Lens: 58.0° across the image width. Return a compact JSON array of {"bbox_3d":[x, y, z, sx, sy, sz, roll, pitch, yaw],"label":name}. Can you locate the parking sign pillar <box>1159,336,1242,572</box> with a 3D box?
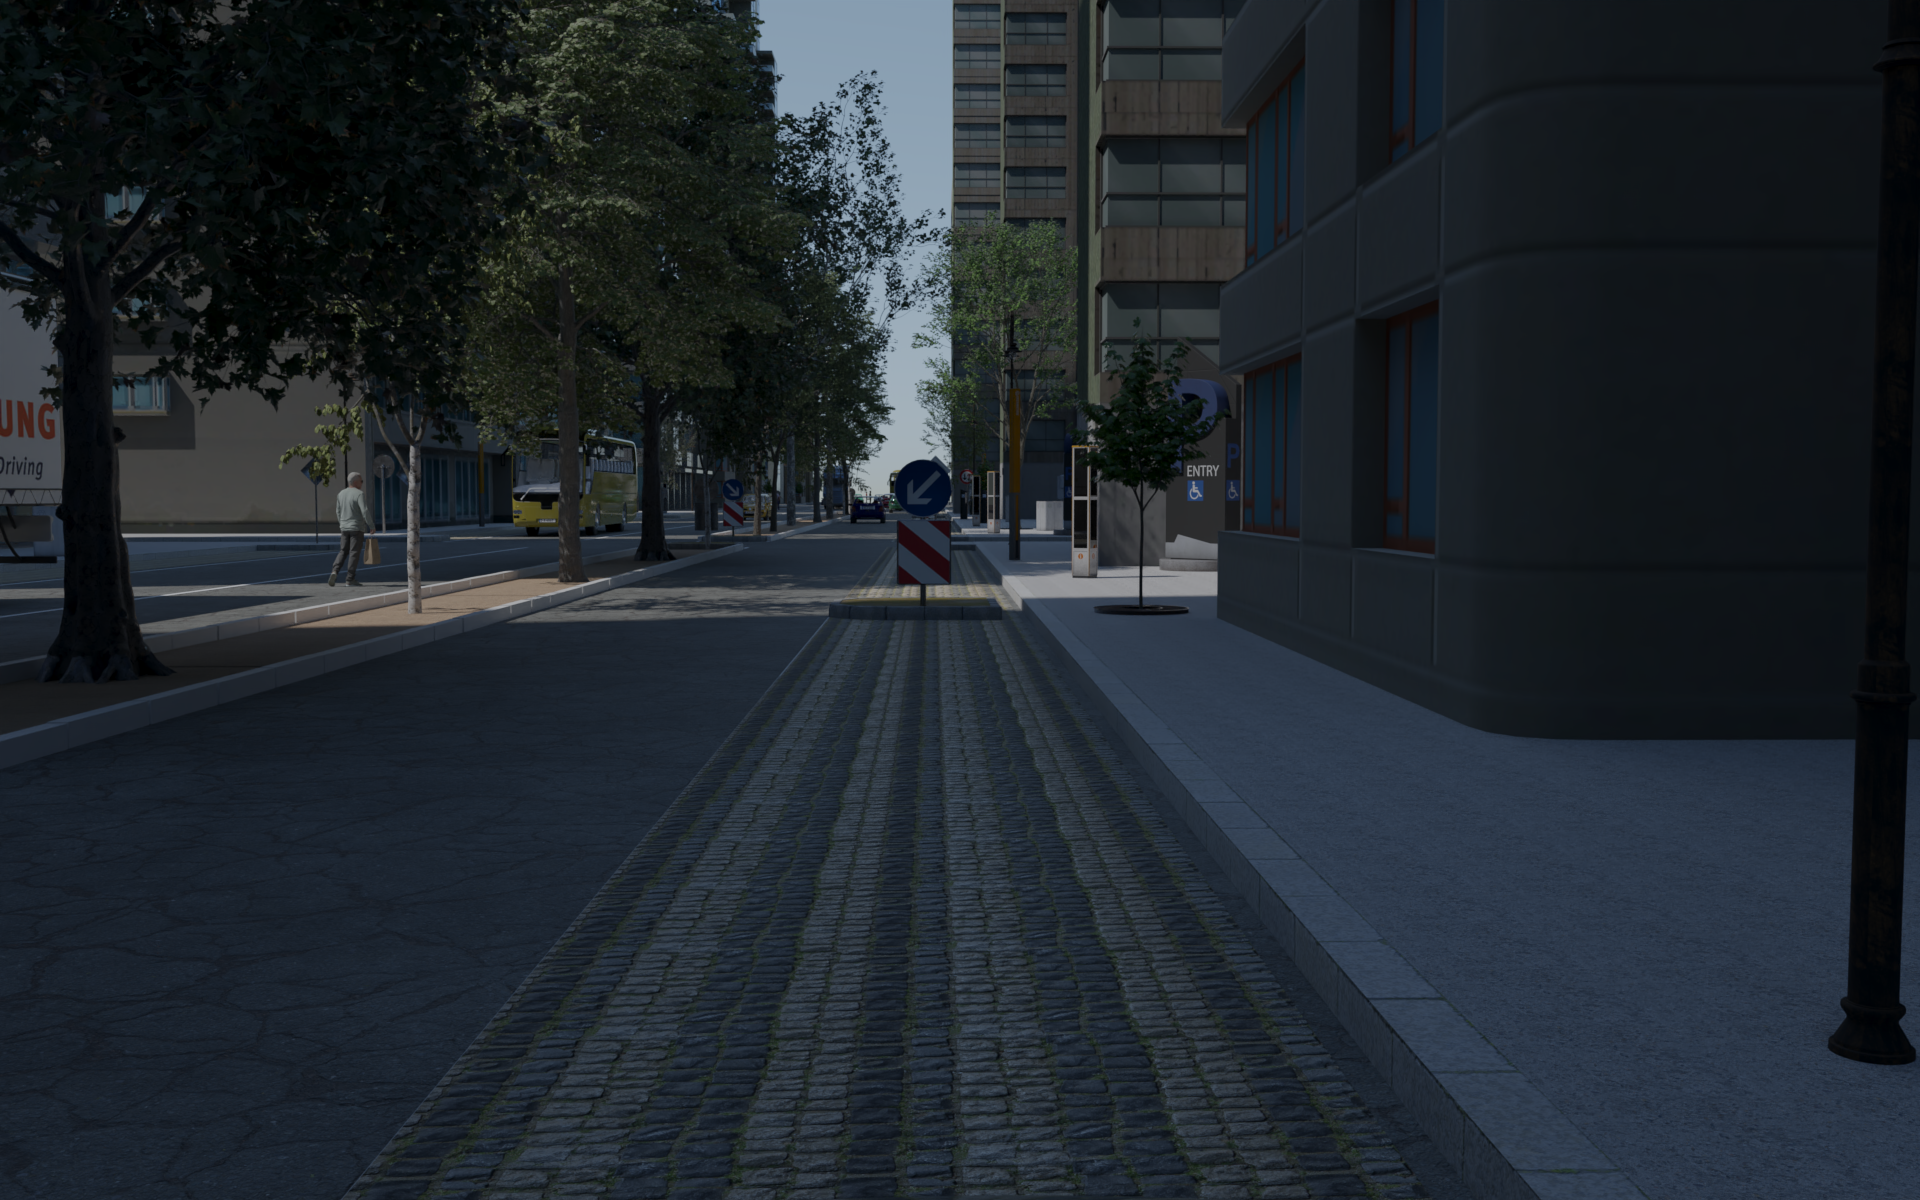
[{"bbox_3d":[4.096,-2.489,29.163,1.447,3.967,1.447,-3,5,-42],"label":"parking sign pillar"}]

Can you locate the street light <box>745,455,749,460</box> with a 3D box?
[{"bbox_3d":[-20.763,-12.036,169.573,0.468,5.910,1.993,0,4,-1],"label":"street light"}]

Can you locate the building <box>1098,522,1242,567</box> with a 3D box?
[{"bbox_3d":[9.368,-16.207,36.681,14.160,30.474,14.107,0,4,-1],"label":"building"}]

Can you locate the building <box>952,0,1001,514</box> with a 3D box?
[{"bbox_3d":[6.472,-26.627,118.940,14.154,41.232,14.086,0,4,-1],"label":"building"}]

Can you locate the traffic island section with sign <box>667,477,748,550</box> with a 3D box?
[{"bbox_3d":[-6.722,-2.275,45.330,2.006,1.907,1.989,0,4,-1],"label":"traffic island section with sign"}]

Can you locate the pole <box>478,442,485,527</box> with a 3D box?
[{"bbox_3d":[-18.753,-4.526,67.836,0.158,3.312,0.155,0,3,0],"label":"pole"}]

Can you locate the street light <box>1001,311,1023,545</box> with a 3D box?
[{"bbox_3d":[1.308,-4.345,43.827,0.468,5.910,1.993,0,4,-1],"label":"street light"}]

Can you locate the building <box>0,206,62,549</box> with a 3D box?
[{"bbox_3d":[-34.906,-25.166,31.079,30.456,49.044,23.786,0,4,-1],"label":"building"}]

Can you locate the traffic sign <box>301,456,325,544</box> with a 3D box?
[{"bbox_3d":[-16.675,-2.522,44.873,0.795,2.450,0.064,0,4,-1],"label":"traffic sign"}]

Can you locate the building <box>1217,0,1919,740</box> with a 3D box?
[{"bbox_3d":[16.723,-9.668,3.109,27.650,21.520,28.899,0,4,-1],"label":"building"}]

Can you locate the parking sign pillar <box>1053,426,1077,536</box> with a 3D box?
[{"bbox_3d":[3.631,-4.007,53.989,1.447,3.967,1.447,1,4,22],"label":"parking sign pillar"}]

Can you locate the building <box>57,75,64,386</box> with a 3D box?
[{"bbox_3d":[-31.971,-29.301,98.672,23.786,49.044,30.456,0,4,-1],"label":"building"}]

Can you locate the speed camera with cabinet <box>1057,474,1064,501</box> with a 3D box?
[{"bbox_3d":[5.723,-5.422,82.987,2.038,3.252,0.660,1,4,16],"label":"speed camera with cabinet"}]

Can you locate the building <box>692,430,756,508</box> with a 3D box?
[{"bbox_3d":[-35.803,-20.110,173.845,27.650,21.520,28.899,0,4,-1],"label":"building"}]

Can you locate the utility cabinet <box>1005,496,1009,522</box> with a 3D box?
[{"bbox_3d":[2.251,-4.174,79.403,0.306,1.237,1.020,0,4,6],"label":"utility cabinet"}]

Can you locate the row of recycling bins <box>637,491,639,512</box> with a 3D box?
[{"bbox_3d":[-24.085,-7.076,122.805,3.534,1.692,1.069,3,5,41],"label":"row of recycling bins"}]

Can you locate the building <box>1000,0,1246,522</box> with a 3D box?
[{"bbox_3d":[9.118,-19.687,93.577,14.160,30.474,14.107,0,4,-1],"label":"building"}]

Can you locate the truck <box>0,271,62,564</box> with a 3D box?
[{"bbox_3d":[-13.108,-1.746,17.460,2.839,4.237,11.283,0,4,-1],"label":"truck"}]

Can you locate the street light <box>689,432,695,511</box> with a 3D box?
[{"bbox_3d":[-20.044,-9.587,129.542,0.468,5.910,1.993,0,4,-1],"label":"street light"}]

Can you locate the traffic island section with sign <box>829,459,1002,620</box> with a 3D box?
[{"bbox_3d":[-0.536,-0.725,20.484,1.989,1.847,2.006,0,4,-1],"label":"traffic island section with sign"}]

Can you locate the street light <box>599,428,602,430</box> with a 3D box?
[{"bbox_3d":[-19.536,-7.369,93.270,0.468,5.910,1.993,0,4,-1],"label":"street light"}]

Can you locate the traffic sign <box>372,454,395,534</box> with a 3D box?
[{"bbox_3d":[-18.550,-3.401,55.712,0.768,2.556,0.104,0,4,8],"label":"traffic sign"}]

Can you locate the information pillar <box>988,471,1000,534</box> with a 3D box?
[{"bbox_3d":[1.101,-3.168,56.290,0.304,2.012,0.304,3,5,42],"label":"information pillar"}]

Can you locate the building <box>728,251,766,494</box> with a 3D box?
[{"bbox_3d":[-29.614,-31.266,194.799,14.154,41.232,14.086,0,4,-1],"label":"building"}]

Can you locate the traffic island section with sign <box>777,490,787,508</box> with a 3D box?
[{"bbox_3d":[-18.902,-10.462,179.679,1.989,1.847,2.006,0,4,-1],"label":"traffic island section with sign"}]

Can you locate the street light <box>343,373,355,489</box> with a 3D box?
[{"bbox_3d":[-18.886,-4.920,53.238,0.468,5.910,1.993,0,4,-1],"label":"street light"}]

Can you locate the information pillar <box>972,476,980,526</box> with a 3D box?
[{"bbox_3d":[0.646,-3.930,68.743,0.304,2.012,0.304,0,4,-3],"label":"information pillar"}]

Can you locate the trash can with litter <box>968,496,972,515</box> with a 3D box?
[{"bbox_3d":[0.918,-5.782,105.927,0.624,1.170,1.055,-1,4,-21],"label":"trash can with litter"}]

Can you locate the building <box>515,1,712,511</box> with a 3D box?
[{"bbox_3d":[-33.505,-31.964,142.213,23.786,49.044,30.456,0,4,-1],"label":"building"}]

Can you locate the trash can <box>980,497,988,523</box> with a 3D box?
[{"bbox_3d":[0.993,-3.924,75.815,0.748,1.137,0.748,0,3,0],"label":"trash can"}]

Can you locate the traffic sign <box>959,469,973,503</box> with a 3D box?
[{"bbox_3d":[0.356,-5.440,89.058,0.768,2.556,0.104,0,4,2],"label":"traffic sign"}]

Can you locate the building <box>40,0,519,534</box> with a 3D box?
[{"bbox_3d":[-29.969,-26.975,64.751,21.300,48.544,21.600,0,4,-1],"label":"building"}]

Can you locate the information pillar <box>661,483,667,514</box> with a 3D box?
[{"bbox_3d":[-19.519,-6.713,114.244,0.304,2.012,0.304,-2,4,-32],"label":"information pillar"}]

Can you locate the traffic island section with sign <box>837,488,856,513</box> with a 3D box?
[{"bbox_3d":[-8.069,-7.323,127.865,2.006,1.907,1.989,0,4,-1],"label":"traffic island section with sign"}]

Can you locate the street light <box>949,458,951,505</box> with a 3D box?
[{"bbox_3d":[-1.204,-14.162,204.329,0.468,5.910,1.993,0,4,-1],"label":"street light"}]

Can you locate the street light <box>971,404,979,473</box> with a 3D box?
[{"bbox_3d":[0.712,-7.037,87.841,0.468,5.910,1.993,0,4,-1],"label":"street light"}]

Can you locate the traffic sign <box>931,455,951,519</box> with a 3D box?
[{"bbox_3d":[-0.633,-2.536,45.113,0.795,2.450,0.064,0,4,-1],"label":"traffic sign"}]

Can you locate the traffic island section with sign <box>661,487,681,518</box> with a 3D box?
[{"bbox_3d":[-17.655,-5.758,102.771,1.989,1.847,2.006,0,4,-1],"label":"traffic island section with sign"}]

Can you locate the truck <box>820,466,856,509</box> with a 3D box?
[{"bbox_3d":[-11.505,-10.977,169.240,2.967,4.110,18.799,0,4,0],"label":"truck"}]

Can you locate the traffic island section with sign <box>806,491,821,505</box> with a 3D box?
[{"bbox_3d":[-19.810,-13.853,235.116,1.989,1.847,2.006,0,4,-1],"label":"traffic island section with sign"}]

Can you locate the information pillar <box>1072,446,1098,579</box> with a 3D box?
[{"bbox_3d":[1.908,-1.341,26.424,0.304,2.012,0.304,2,4,31],"label":"information pillar"}]

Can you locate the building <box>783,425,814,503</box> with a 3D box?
[{"bbox_3d":[-36.614,-25.351,259.525,27.650,21.520,28.899,0,4,-1],"label":"building"}]

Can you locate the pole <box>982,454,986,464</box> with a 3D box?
[{"bbox_3d":[1.202,-5.722,87.395,0.158,3.312,0.155,0,3,0],"label":"pole"}]

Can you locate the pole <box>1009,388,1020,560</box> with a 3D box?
[{"bbox_3d":[1.062,-2.429,33.550,0.158,3.312,0.155,0,3,0],"label":"pole"}]

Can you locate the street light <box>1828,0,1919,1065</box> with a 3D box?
[{"bbox_3d":[2.093,-1.897,3.798,0.468,5.910,1.993,0,4,-1],"label":"street light"}]

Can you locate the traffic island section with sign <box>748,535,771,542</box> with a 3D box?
[{"bbox_3d":[-6.833,-2.728,52.736,2.006,1.907,1.989,0,4,-1],"label":"traffic island section with sign"}]

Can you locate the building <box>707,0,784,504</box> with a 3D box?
[{"bbox_3d":[-34.101,-55.905,226.717,22.319,86.520,31.000,0,4,-1],"label":"building"}]

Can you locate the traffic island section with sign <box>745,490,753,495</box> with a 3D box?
[{"bbox_3d":[-18.452,-8.745,151.610,1.989,1.847,2.006,0,4,-1],"label":"traffic island section with sign"}]

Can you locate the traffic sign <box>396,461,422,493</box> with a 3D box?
[{"bbox_3d":[-16.805,-3.010,52.857,0.795,2.450,0.064,0,4,-1],"label":"traffic sign"}]
